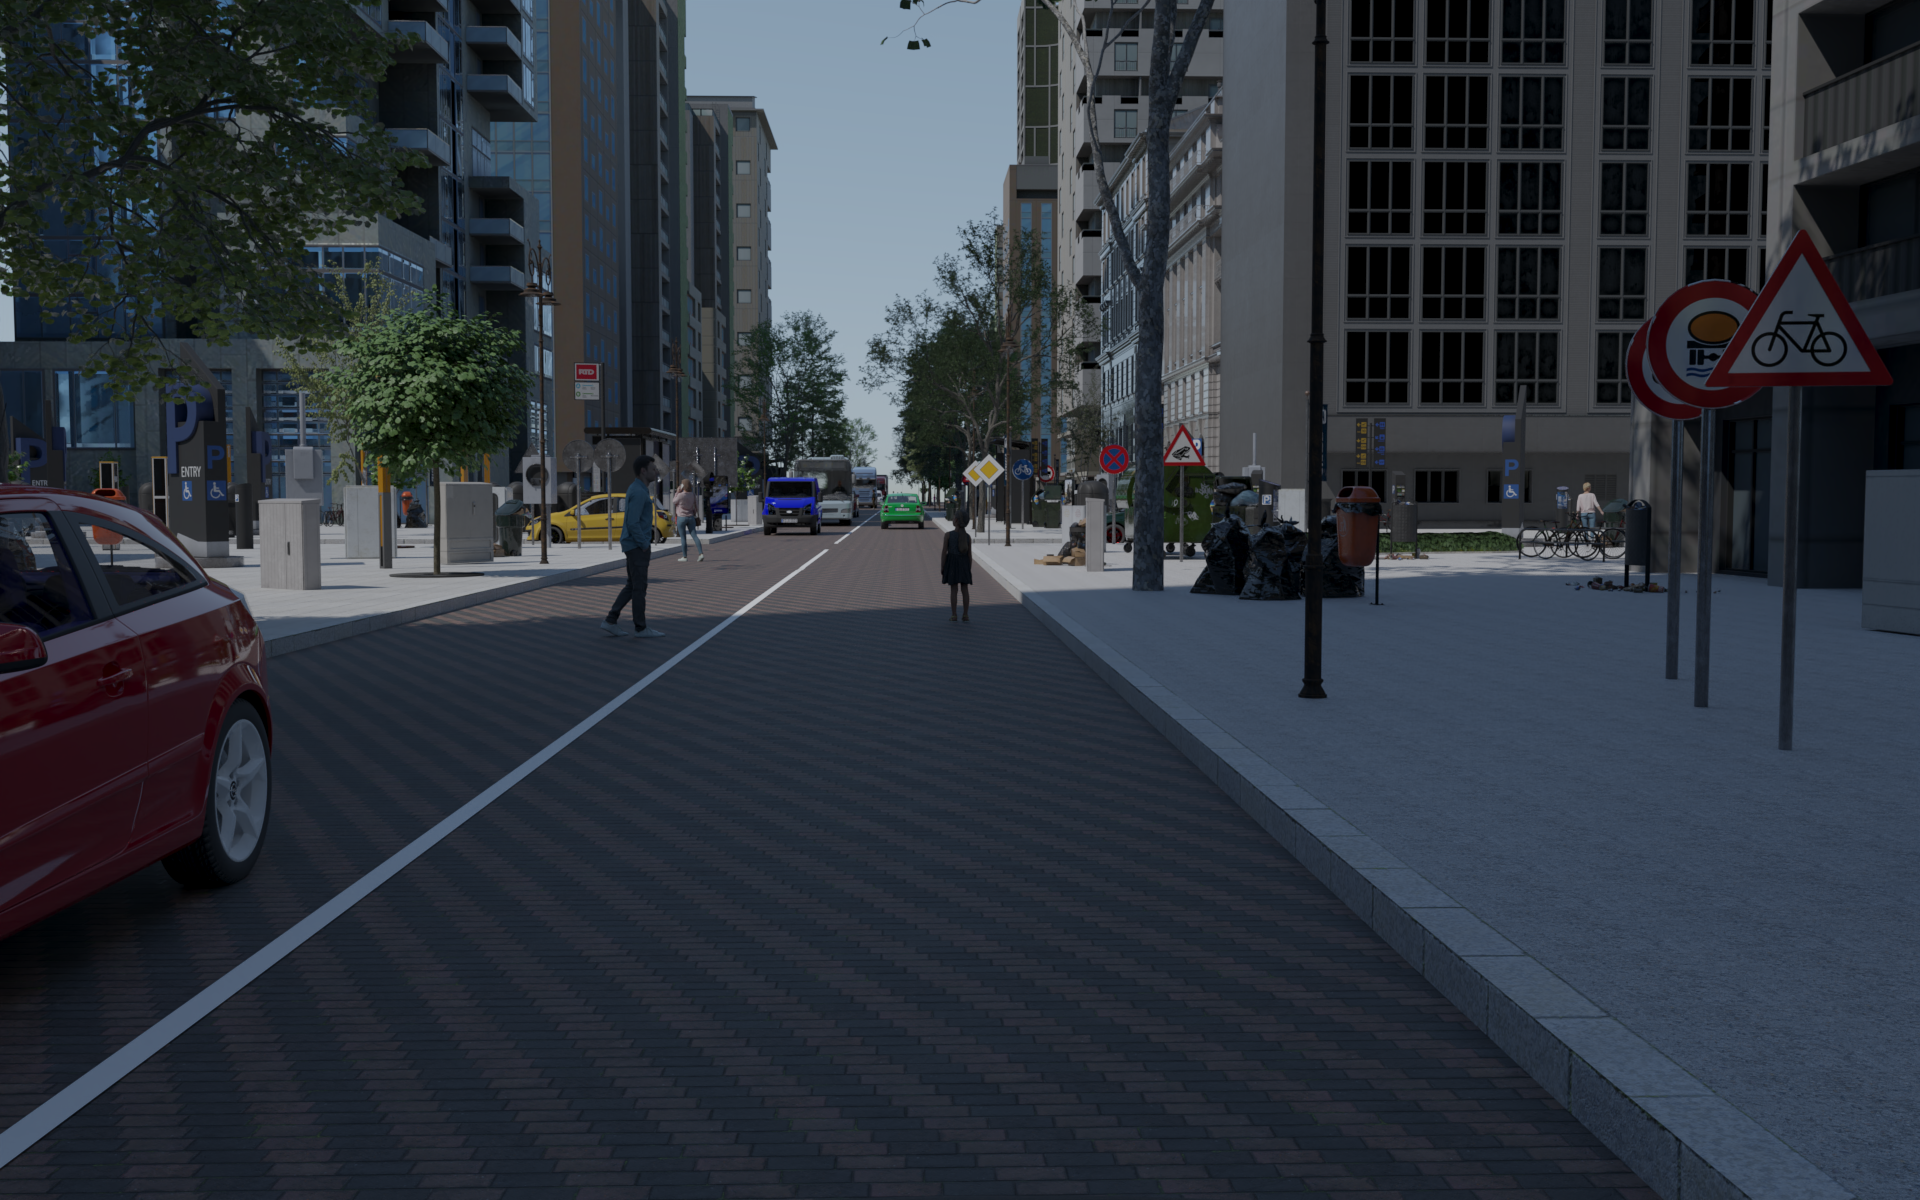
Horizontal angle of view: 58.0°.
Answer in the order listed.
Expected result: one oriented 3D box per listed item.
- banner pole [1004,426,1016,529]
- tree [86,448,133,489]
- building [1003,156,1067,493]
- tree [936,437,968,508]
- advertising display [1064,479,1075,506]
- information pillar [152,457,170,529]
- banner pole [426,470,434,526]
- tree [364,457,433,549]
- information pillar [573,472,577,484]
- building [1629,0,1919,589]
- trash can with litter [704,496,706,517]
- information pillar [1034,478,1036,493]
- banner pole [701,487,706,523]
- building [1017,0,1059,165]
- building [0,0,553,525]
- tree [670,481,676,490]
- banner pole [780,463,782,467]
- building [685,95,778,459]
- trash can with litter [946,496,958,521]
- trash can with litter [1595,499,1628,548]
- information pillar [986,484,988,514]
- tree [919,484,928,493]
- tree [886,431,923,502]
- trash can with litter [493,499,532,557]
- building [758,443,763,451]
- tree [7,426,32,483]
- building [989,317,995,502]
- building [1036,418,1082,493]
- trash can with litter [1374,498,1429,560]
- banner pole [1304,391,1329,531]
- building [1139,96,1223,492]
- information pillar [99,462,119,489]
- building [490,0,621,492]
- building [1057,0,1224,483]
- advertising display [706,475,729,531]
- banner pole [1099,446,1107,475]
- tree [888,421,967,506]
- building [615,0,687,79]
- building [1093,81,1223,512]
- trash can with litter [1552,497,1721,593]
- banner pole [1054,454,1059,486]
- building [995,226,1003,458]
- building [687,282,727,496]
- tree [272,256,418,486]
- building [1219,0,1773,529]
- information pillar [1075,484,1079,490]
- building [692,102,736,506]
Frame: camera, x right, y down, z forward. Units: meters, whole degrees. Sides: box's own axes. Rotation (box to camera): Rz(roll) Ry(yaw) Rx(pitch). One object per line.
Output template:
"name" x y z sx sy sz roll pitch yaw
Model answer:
"banner pole" 1.790 -4.545 64.325 0.401 3.779 0.863 -1 4 -20
"tree" -34.537 -4.652 70.667 1.663 3.219 1.824 0 3 0
"building" 12.979 -35.450 229.713 14.600 45.320 14.200 0 4 -2
"tree" -1.153 -12.615 156.623 4.360 8.622 3.978 0 3 0
"advertising display" 4.591 -4.124 72.644 0.123 1.923 0.974 -1 4 -15
"information pillar" -15.730 -1.820 34.244 0.304 2.012 0.304 0 4 5
"banner pole" -21.201 -4.855 69.393 0.401 3.779 0.863 2 4 30
"tree" -13.483 -2.834 40.945 1.663 3.219 1.824 0 3 0
"information pillar" -19.836 -5.998 89.421 0.183 3.616 0.504 1 4 14
"building" 21.683 -35.387 16.836 20.563 71.187 20.611 0 4 -2
"trash can with litter" -14.364 -5.135 95.348 1.055 1.170 0.624 2 4 32
"information pillar" 3.238 -4.455 77.332 0.304 2.012 0.304 0 4 5
"banner pole" -11.180 -5.296 76.610 0.863 3.779 0.401 -3 4 -36
"building" 16.703 -49.430 246.427 20.563 71.187 20.611 0 4 -2
"building" -32.887 -47.237 85.003 22.319 86.520 31.000 0 4 -2
"tree" -18.927 -7.374 115.170 1.663 3.219 1.824 0 3 0
"banner pole" -12.613 -8.085 122.207 0.401 3.779 0.863 -1 4 -10
"building" -39.584 -39.390 233.263 28.713 52.752 27.495 0 4 -2
"trash can with litter" -0.139 -4.265 81.122 1.055 1.170 0.624 1 4 22
"trash can with litter" 15.629 -1.839 41.458 0.624 1.170 1.055 3 5 45
"information pillar" 1.605 -7.043 106.504 0.183 3.616 0.504 1 4 15
"tree" -5.905 -17.659 283.318 1.663 3.219 1.824 0 3 0
"tree" -5.211 -20.055 238.272 12.009 13.543 11.850 0 3 0
"trash can with litter" -9.308 -1.472 35.449 0.624 1.170 1.055 1 4 22
"building" -42.337 -34.713 259.431 32.217 40.220 23.993 0 4 -2
"tree" -22.901 -2.841 41.056 1.663 3.219 1.824 0 3 0
"building" 11.578 -31.035 279.124 14.160 30.474 14.107 0 4 -2
"building" 23.952 -29.841 179.789 32.217 40.220 23.993 0 4 -2
"trash can with litter" 8.357 -1.417 34.224 2.233 1.210 1.678 0 4 -2
"banner pole" 8.633 -3.193 42.215 0.863 3.779 0.401 -2 4 -27
"building" 17.538 -15.184 90.054 13.314 21.916 24.055 0 4 -2
"information pillar" -19.355 -2.137 39.435 0.304 2.012 0.304 0 4 -7
"building" -31.202 -28.548 116.874 14.600 45.320 14.200 0 4 -2
"building" 23.164 -34.498 153.273 28.713 52.752 27.495 0 4 -2
"advertising display" -8.401 -3.345 59.911 0.123 1.923 0.974 3 4 38
"banner pole" 7.395 -6.088 89.549 0.401 3.779 0.863 3 5 45
"tree" -3.290 -16.937 193.924 9.611 12.733 9.660 0 3 0
"building" -28.706 -27.463 132.617 14.154 41.232 14.086 0 4 -2
"building" 16.310 -19.396 114.395 12.463 27.353 25.104 0 4 -2
"trash can with litter" 8.997 -0.748 23.292 1.678 1.210 2.233 -1 4 -9
"banner pole" 6.057 -7.272 108.910 0.401 3.779 0.863 2 4 28
"building" 12.222 -35.538 264.639 14.154 41.232 14.086 0 4 -2
"building" -36.244 -18.952 154.902 27.650 21.520 28.899 0 4 -2
"tree" -18.518 -6.274 52.945 4.737 8.622 4.395 0 3 0
"building" 23.491 -16.832 68.718 24.014 27.812 14.314 0 4 -2
"information pillar" 8.180 -7.099 120.567 0.304 2.012 0.304 2 4 26
"building" -30.645 -30.123 176.112 14.154 41.232 14.086 0 4 -2
